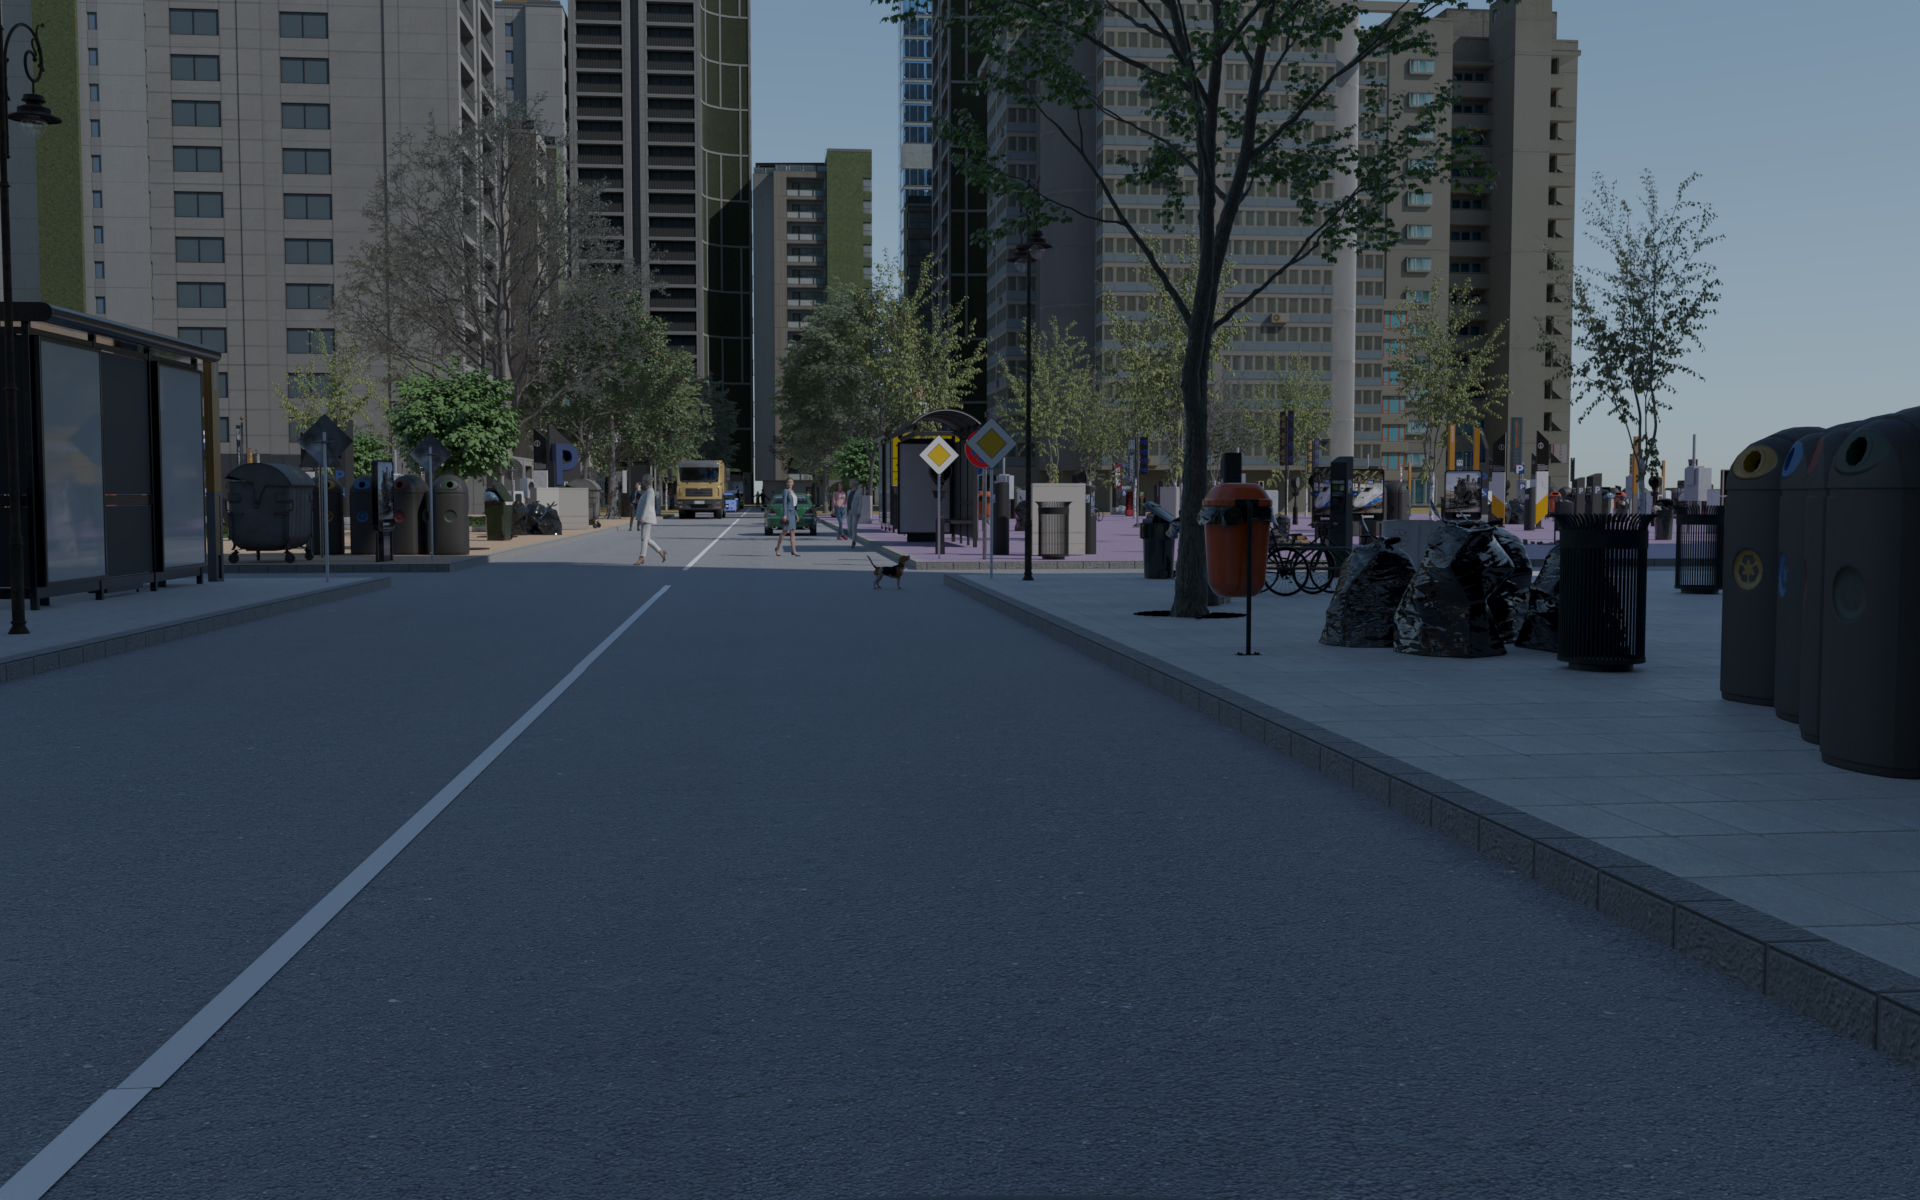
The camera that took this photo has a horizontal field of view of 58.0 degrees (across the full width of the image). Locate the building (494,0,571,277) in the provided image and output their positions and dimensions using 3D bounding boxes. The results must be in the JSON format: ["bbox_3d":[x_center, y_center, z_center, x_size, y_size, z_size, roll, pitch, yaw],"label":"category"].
[{"bbox_3d":[-59.848,-40.561,205.169,28.212,58.520,21.231,0,4,-6],"label":"building"}]

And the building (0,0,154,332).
[{"bbox_3d":[-77.677,-37.664,157.802,28.212,58.520,21.231,0,4,-6],"label":"building"}]

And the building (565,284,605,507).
[{"bbox_3d":[-48.440,-19.143,158.032,28.899,21.520,27.650,0,4,-6],"label":"building"}]

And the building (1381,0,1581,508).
[{"bbox_3d":[48.724,-33.501,171.446,21.600,48.544,21.300,0,4,-6],"label":"building"}]

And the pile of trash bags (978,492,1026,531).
[{"bbox_3d":[2.196,-3.102,60.470,3.447,1.369,1.912,1,4,18],"label":"pile of trash bags"}]

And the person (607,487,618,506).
[{"bbox_3d":[-21.779,-6.310,109.991,1.217,1.735,0.721,0,4,-5],"label":"person"}]

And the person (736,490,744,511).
[{"bbox_3d":[-19.144,-8.647,149.892,0.705,1.822,1.348,-3,4,-36],"label":"person"}]

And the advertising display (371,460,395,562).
[{"bbox_3d":[-10.950,-1.693,32.892,0.123,1.923,0.974,0,4,-1],"label":"advertising display"}]

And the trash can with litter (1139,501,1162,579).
[{"bbox_3d":[3.249,-0.906,26.202,1.055,1.170,0.624,2,4,30],"label":"trash can with litter"}]

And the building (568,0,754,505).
[{"bbox_3d":[-35.346,-47.061,207.706,20.611,71.187,20.563,0,4,-6],"label":"building"}]

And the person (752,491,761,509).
[{"bbox_3d":[-20.006,-9.906,171.199,1.217,1.736,0.721,1,4,13],"label":"person"}]

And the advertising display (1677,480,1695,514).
[{"bbox_3d":[33.643,-4.592,80.286,0.123,1.923,0.974,-1,4,-23],"label":"advertising display"}]

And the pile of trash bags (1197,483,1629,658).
[{"bbox_3d":[3.617,-0.279,14.311,3.447,1.369,1.912,-1,4,-13],"label":"pile of trash bags"}]

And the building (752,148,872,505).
[{"bbox_3d":[-17.762,-32.043,207.490,14.086,41.232,14.154,0,4,-6],"label":"building"}]

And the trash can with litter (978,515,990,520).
[{"bbox_3d":[1.140,-4.507,85.082,1.055,1.170,0.624,-3,5,-43],"label":"trash can with litter"}]

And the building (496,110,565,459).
[{"bbox_3d":[-38.267,-22.112,133.230,14.160,30.474,14.107,0,4,-6],"label":"building"}]

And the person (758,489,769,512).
[{"bbox_3d":[-16.123,-8.185,141.961,0.705,1.869,1.348,3,4,36],"label":"person"}]

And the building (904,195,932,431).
[{"bbox_3d":[1.331,-24.385,170.390,14.160,30.474,14.107,0,4,-6],"label":"building"}]

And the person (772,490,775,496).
[{"bbox_3d":[-18.751,-10.093,173.605,0.705,1.814,1.350,-1,4,-9],"label":"person"}]

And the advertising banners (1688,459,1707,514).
[{"bbox_3d":[36.959,-5.475,85.702,0.090,3.025,2.074,-3,4,-37],"label":"advertising banners"}]

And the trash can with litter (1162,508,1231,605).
[{"bbox_3d":[2.827,-0.539,20.203,0.624,1.170,1.055,1,4,22],"label":"trash can with litter"}]

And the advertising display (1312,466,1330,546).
[{"bbox_3d":[8.546,-2.150,40.374,0.123,1.923,0.974,-1,4,-22],"label":"advertising display"}]

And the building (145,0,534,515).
[{"bbox_3d":[-39.670,-41.354,114.394,20.563,71.187,20.611,0,4,-6],"label":"building"}]

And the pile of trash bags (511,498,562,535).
[{"bbox_3d":[-14.251,-2.710,54.060,3.447,1.369,1.912,-2,4,-26],"label":"pile of trash bags"}]

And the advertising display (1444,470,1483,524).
[{"bbox_3d":[13.415,-2.507,46.208,0.974,1.923,0.123,1,4,12],"label":"advertising display"}]

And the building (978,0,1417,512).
[{"bbox_3d":[14.997,-26.906,131.788,32.217,40.220,23.993,0,4,-6],"label":"building"}]

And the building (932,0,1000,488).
[{"bbox_3d":[6.463,-43.672,152.287,20.563,71.187,20.611,0,4,-6],"label":"building"}]

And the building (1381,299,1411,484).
[{"bbox_3d":[24.022,-19.631,166.001,28.899,21.520,27.650,0,4,-6],"label":"building"}]

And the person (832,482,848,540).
[{"bbox_3d":[-3.762,-2.786,54.067,0.555,1.821,0.388,-3,5,-44],"label":"person"}]

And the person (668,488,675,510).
[{"bbox_3d":[-23.707,-8.296,142.399,0.721,1.743,1.217,1,4,9],"label":"person"}]

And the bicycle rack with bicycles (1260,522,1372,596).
[{"bbox_3d":[4.291,-0.565,22.616,2.925,0.926,2.852,0,4,3],"label":"bicycle rack with bicycles"}]

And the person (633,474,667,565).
[{"bbox_3d":[-6.270,-1.633,35.073,0.818,1.842,0.514,-2,4,-34],"label":"person"}]

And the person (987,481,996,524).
[{"bbox_3d":[1.427,-4.108,73.305,0.850,1.850,0.679,-2,4,-27],"label":"person"}]

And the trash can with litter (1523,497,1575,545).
[{"bbox_3d":[14.963,-2.020,44.082,2.233,1.210,1.678,-1,4,-11],"label":"trash can with litter"}]

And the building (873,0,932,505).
[{"bbox_3d":[4.200,-55.037,212.533,31.000,86.520,22.319,0,4,-6],"label":"building"}]

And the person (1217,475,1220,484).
[{"bbox_3d":[8.509,-3.103,56.137,0.474,1.900,0.648,-1,4,-19],"label":"person"}]

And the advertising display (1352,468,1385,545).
[{"bbox_3d":[10.292,-2.362,43.838,0.974,1.923,0.123,-1,4,-20],"label":"advertising display"}]

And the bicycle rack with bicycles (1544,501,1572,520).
[{"bbox_3d":[30.380,-4.550,87.766,2.852,0.926,2.925,0,4,2],"label":"bicycle rack with bicycles"}]

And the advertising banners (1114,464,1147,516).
[{"bbox_3d":[9.852,-6.367,100.283,2.074,3.025,0.090,-1,4,-12],"label":"advertising banners"}]

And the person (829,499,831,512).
[{"bbox_3d":[-9.032,-7.114,122.359,1.348,1.823,0.705,1,4,13],"label":"person"}]

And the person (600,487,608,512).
[{"bbox_3d":[-26.019,-7.302,125.436,1.348,1.824,0.705,0,4,-1],"label":"person"}]

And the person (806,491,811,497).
[{"bbox_3d":[-16.762,-11.102,190.800,1.217,1.735,0.721,-1,4,-12],"label":"person"}]

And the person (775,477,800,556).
[{"bbox_3d":[-3.960,-1.916,39.851,0.654,1.822,0.581,3,5,40],"label":"person"}]

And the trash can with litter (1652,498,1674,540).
[{"bbox_3d":[19.612,-2.268,48.469,0.624,1.170,1.055,1,4,14],"label":"trash can with litter"}]

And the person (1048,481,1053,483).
[{"bbox_3d":[3.515,-3.622,65.534,0.573,1.790,0.520,-2,4,-31],"label":"person"}]

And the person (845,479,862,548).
[{"bbox_3d":[-2.817,-2.308,46.119,0.514,1.842,0.818,1,4,11],"label":"person"}]

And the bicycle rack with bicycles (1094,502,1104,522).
[{"bbox_3d":[5.411,-4.088,80.222,2.925,0.926,2.852,-2,4,-30],"label":"bicycle rack with bicycles"}]

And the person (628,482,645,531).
[{"bbox_3d":[-12.581,-3.641,67.387,0.648,1.900,0.474,0,4,-8],"label":"person"}]

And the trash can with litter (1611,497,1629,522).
[{"bbox_3d":[29.728,-4.097,78.379,0.624,1.170,1.055,-3,4,-38],"label":"trash can with litter"}]
